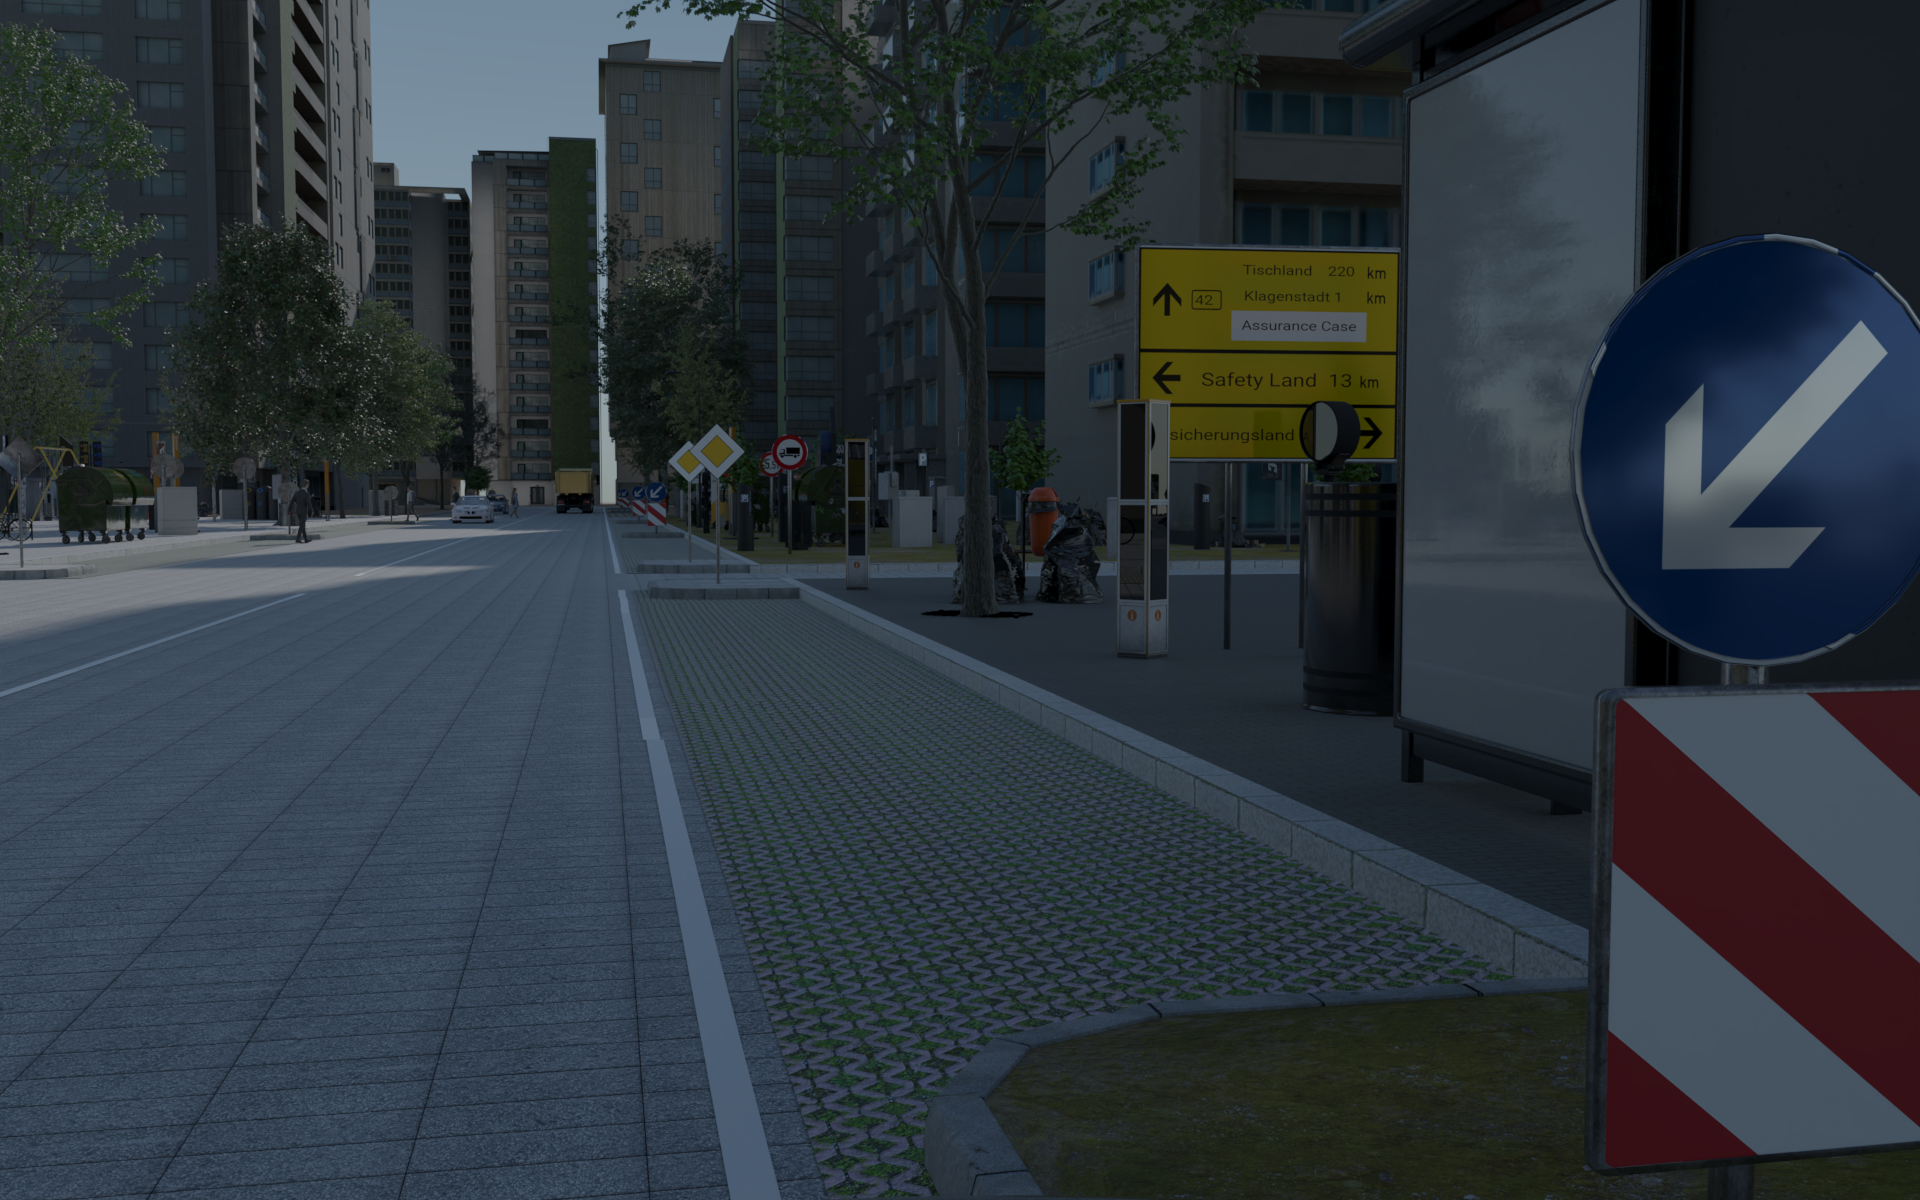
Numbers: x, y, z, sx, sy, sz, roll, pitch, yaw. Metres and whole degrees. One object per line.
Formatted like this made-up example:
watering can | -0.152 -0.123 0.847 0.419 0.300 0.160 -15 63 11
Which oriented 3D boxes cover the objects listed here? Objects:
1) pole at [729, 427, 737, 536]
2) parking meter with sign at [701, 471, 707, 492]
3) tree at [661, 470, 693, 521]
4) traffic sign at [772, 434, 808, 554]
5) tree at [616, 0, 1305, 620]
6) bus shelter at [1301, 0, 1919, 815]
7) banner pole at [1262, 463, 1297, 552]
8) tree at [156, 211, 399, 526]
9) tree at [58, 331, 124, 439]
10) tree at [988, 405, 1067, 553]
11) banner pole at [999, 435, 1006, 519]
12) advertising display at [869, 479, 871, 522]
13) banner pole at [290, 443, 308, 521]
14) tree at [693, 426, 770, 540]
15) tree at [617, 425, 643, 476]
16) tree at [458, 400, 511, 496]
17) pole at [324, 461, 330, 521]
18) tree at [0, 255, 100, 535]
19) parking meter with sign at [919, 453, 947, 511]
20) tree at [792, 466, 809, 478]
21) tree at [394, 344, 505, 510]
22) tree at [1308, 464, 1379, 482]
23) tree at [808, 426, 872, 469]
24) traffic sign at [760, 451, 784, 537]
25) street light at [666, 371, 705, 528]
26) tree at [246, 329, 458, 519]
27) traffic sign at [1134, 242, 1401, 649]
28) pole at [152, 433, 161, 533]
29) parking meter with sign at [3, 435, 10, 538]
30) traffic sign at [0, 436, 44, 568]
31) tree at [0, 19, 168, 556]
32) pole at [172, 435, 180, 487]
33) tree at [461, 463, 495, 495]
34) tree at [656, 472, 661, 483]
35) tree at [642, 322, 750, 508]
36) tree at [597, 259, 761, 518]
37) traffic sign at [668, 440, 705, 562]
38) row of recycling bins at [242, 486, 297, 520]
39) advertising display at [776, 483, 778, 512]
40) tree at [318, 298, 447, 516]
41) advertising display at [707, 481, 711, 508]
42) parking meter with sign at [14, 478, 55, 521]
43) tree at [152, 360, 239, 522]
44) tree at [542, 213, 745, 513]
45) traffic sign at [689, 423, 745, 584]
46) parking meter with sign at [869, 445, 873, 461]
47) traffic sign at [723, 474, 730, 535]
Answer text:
pole | -6.947 -3.616 52.958 0.158 3.312 0.155 0 3 0
parking meter with sign | -15.282 -6.554 103.415 0.543 3.016 1.738 -1 4 -9
tree | -12.657 -5.310 81.414 1.663 3.219 1.824 0 3 0
traffic sign | -3.623 -2.249 36.871 0.768 2.556 0.104 -1 4 -11
tree | 0.028 -5.635 17.882 9.928 11.665 9.643 0 3 0
bus shelter | 3.046 -1.756 6.335 2.179 5.291 8.768 -1 4 -12
banner pole | 7.146 -2.982 38.768 0.863 3.779 0.401 2 4 30
tree | -27.735 -9.403 70.749 9.611 12.733 9.660 0 3 0
tree | -40.783 -7.890 79.358 4.737 8.622 4.395 0 3 0
tree | 1.232 -2.650 37.930 1.663 3.219 1.824 0 3 0
banner pole | 1.943 -5.136 73.986 0.863 3.779 0.401 -1 4 -8
advertising display | -3.862 -4.169 73.370 0.123 1.923 0.974 0 4 1
banner pole | -31.969 -5.729 83.680 0.863 3.779 0.401 -3 4 -38
tree | -6.372 -3.336 49.151 1.663 3.219 1.824 0 3 0
tree | -27.962 -12.428 153.556 4.737 8.622 4.395 0 3 0
tree | -46.421 -13.928 162.127 8.767 10.594 7.601 -1 4 -18
pole | -30.062 -5.407 82.253 0.158 3.312 0.155 0 3 0
tree | -29.259 -6.344 54.086 4.360 8.622 3.978 0 3 0
parking meter with sign | -0.933 -4.759 74.078 1.738 3.016 0.543 -3 5 -42
tree | -9.419 -6.650 103.323 1.663 3.219 1.824 0 3 0
tree | -42.436 -14.152 141.750 12.009 13.543 11.850 0 3 0
tree | 8.805 -2.721 39.087 1.663 3.219 1.824 0 3 0
tree | -5.730 -6.089 83.271 4.285 4.588 4.351 0 3 0
traffic sign | -5.615 -3.160 51.776 0.768 2.556 0.104 -1 4 -8
street light | -10.401 -5.686 65.514 1.470 5.913 1.316 -1 4 -12
tree | -32.302 -9.506 89.835 7.601 10.594 8.767 3 4 38
traffic sign | 2.530 -1.247 14.262 2.265 3.308 0.079 0 4 -8
pole | -26.627 -3.889 57.432 0.158 3.312 0.155 0 3 0
parking meter with sign | -28.753 -3.321 50.559 1.738 3.016 0.543 -3 4 -36
traffic sign | -16.389 -1.625 30.206 0.795 2.450 0.064 -1 4 -12
tree | -20.618 -6.750 36.113 9.928 11.665 9.643 0 3 0
pole | -27.098 -4.041 59.913 0.158 3.312 0.155 0 3 0
tree | -49.127 -11.799 176.623 4.285 4.588 4.351 0 3 0
tree | -23.460 -8.648 135.989 1.663 3.219 1.824 0 3 0
tree | -11.026 -7.509 73.133 4.737 8.622 4.395 0 3 0
tree | -15.142 -11.442 93.731 9.857 13.997 8.962 0 3 0
traffic sign | -5.080 -1.766 32.521 0.795 2.450 0.064 -1 4 -12
row of recycling bins | -34.166 -4.818 85.889 3.534 1.692 1.069 2 4 25
advertising display | -10.198 -5.838 100.658 0.974 1.923 0.123 0 4 -1
tree | -33.825 -11.160 100.592 7.486 12.596 7.792 0 3 0
advertising display | -12.176 -4.986 86.732 0.974 1.923 0.123 -1 4 -22
parking meter with sign | -44.107 -5.269 82.416 1.738 3.016 0.543 -1 4 -9
tree | -34.562 -7.896 79.460 4.360 8.622 3.978 0 3 0
tree | -21.380 -16.047 118.261 12.611 20.169 13.585 0 3 0
traffic sign | -3.459 -1.288 24.702 0.795 2.450 0.064 -1 4 -12
parking meter with sign | -3.719 -4.066 62.743 0.543 3.016 1.738 -2 4 -29
traffic sign | -7.126 -3.274 53.630 0.768 2.556 0.104 0 4 -4
